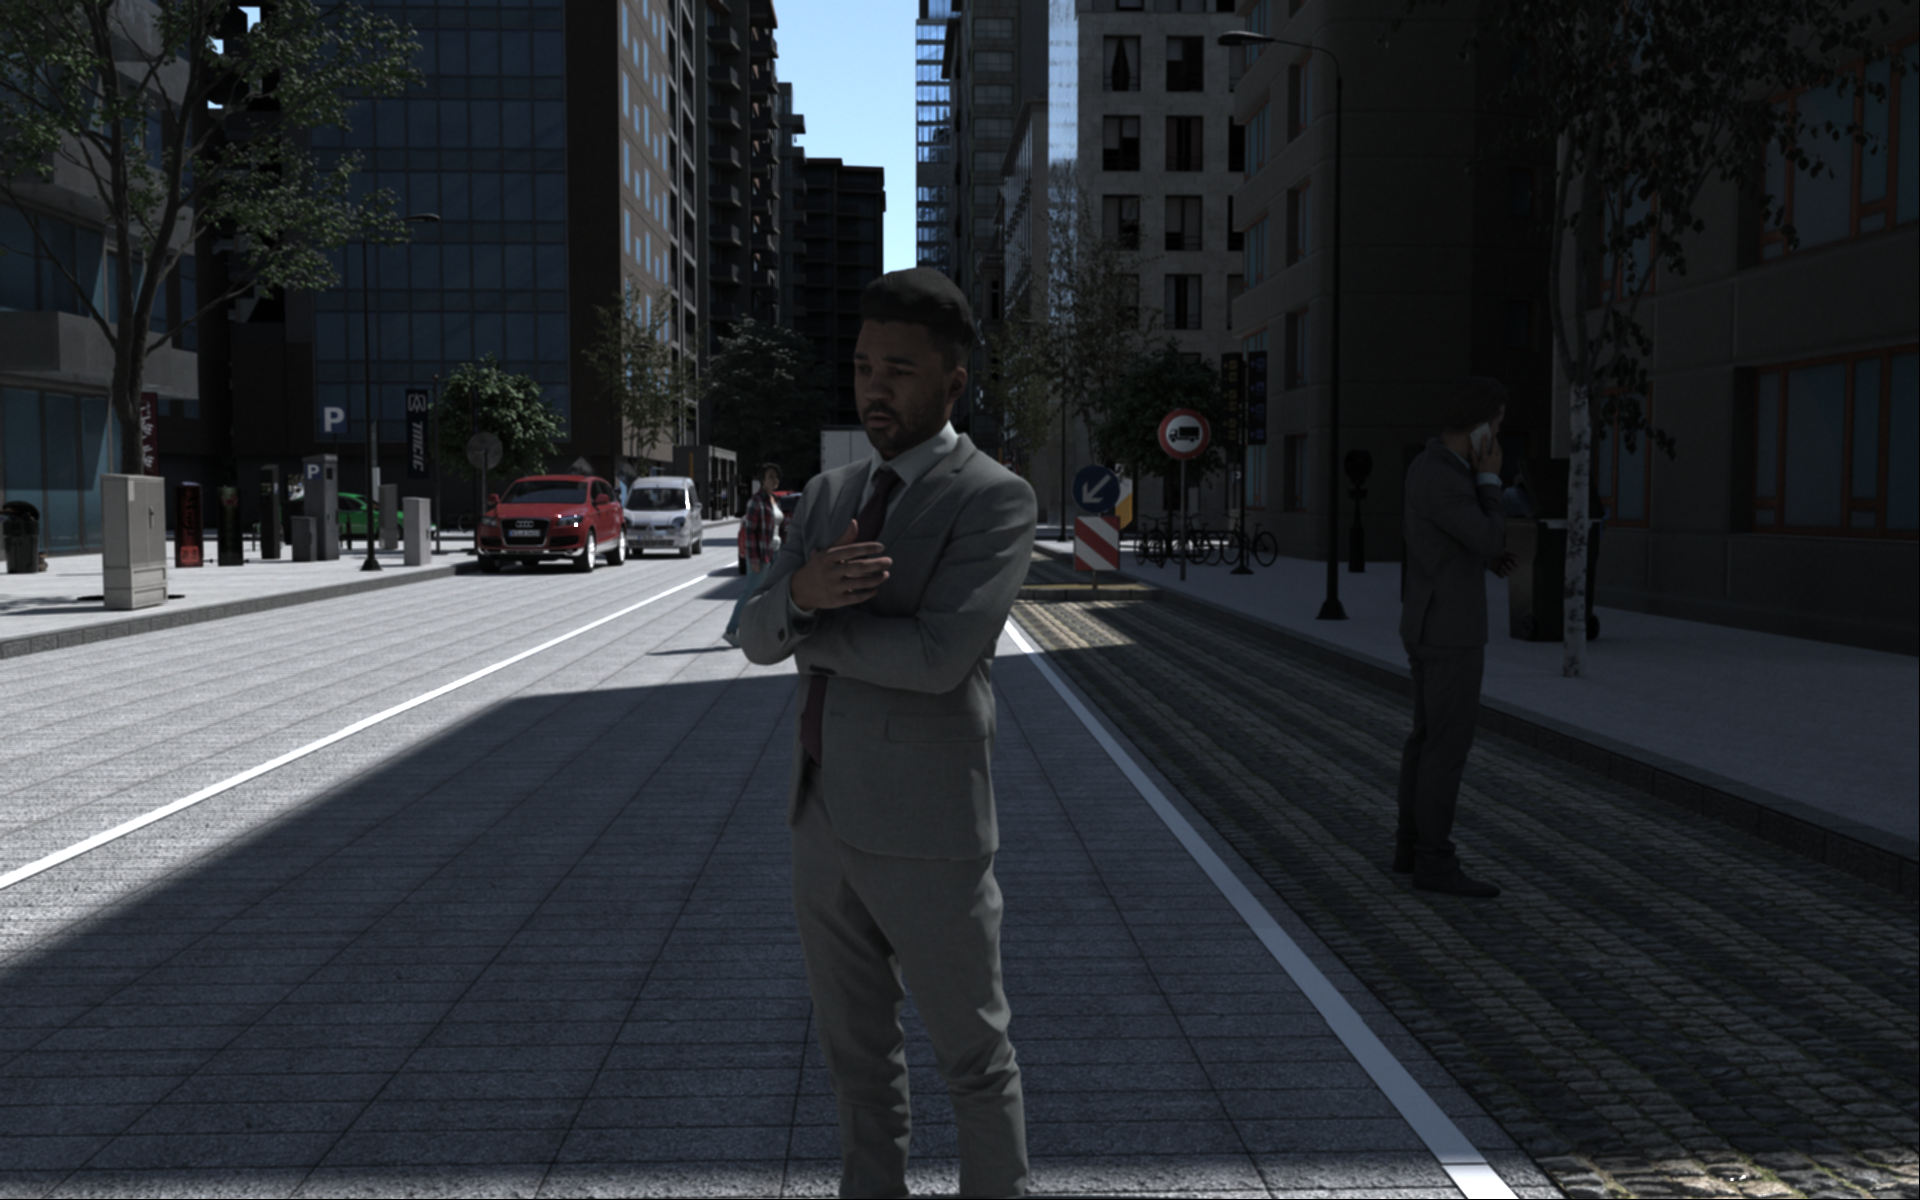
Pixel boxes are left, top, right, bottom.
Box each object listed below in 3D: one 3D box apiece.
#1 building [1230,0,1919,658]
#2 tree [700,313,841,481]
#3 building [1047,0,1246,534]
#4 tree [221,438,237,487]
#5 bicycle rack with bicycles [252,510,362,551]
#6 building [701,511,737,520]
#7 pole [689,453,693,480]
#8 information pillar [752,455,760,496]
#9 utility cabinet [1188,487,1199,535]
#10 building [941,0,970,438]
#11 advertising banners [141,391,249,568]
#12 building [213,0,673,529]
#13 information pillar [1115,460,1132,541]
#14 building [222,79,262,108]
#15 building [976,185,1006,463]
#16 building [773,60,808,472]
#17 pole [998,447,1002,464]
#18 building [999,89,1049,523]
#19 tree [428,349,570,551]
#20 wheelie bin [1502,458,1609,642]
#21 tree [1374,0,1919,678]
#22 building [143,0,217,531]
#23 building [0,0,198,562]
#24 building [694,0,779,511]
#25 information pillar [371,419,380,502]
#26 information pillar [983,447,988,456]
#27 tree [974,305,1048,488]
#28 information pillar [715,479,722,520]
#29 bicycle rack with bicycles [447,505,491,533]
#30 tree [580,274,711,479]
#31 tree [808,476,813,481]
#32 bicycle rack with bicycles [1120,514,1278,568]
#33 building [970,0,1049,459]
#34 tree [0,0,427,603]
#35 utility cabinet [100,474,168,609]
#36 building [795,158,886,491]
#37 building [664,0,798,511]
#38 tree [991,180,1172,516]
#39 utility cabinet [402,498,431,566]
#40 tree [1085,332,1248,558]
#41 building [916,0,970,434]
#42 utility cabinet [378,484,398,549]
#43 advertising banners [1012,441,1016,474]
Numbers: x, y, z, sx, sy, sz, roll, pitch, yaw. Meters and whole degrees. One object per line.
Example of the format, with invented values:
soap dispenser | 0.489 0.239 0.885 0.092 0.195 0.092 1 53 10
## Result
building | 20.834 -11.132 27.045 27.650 21.520 28.899 0 4 -2
tree | -13.592 -13.216 122.738 9.857 13.997 8.962 0 3 0
building | 11.921 -12.573 60.314 16.860 20.320 10.420 0 4 -2
tree | -36.563 -6.223 85.454 4.285 4.588 4.351 0 3 0
bicycle rack with bicycles | -15.138 -1.630 40.032 2.852 0.926 2.925 -1 4 -16
building | -23.184 -40.164 94.936 20.563 71.187 20.611 0 4 -2
pole | -13.265 -5.605 85.482 0.158 3.312 0.155 0 3 0
information pillar | -12.356 -6.958 105.118 0.504 3.616 0.183 1 4 11
utility cabinet | 7.326 -2.805 54.545 0.318 1.500 1.173 0 4 6
building | 12.642 -36.774 190.491 28.713 52.752 27.495 0 4 -2
advertising banners | -13.454 -2.081 30.211 0.090 3.025 2.074 3 5 40
building | -19.433 -25.598 68.640 14.600 45.320 14.200 0 4 -2
information pillar | 4.438 -3.408 47.079 0.504 3.616 0.183 2 4 31
building | -76.848 -38.869 224.744 27.495 52.752 28.713 0 4 -2
building | 8.347 -17.942 112.438 14.460 24.649 34.723 0 4 -2
building | -32.407 -34.958 191.176 30.456 49.044 23.786 0 4 -2
pole | 1.767 -5.013 75.811 0.158 3.312 0.155 0 3 0
building | 7.358 -14.436 85.175 9.793 20.994 18.267 0 4 -2
tree | -10.618 -3.406 39.405 4.285 4.588 4.351 0 3 0
wheelie bin | 5.183 -0.450 15.273 0.980 1.594 0.693 -1 4 -9
tree | 4.546 -3.760 11.845 4.360 8.622 3.978 0 3 0
building | -34.487 -25.065 59.929 14.200 45.320 14.600 0 4 -2
building | -32.135 -25.162 31.012 30.456 49.044 23.786 0 4 -2
building | -26.392 -29.836 142.448 22.147 44.769 28.867 0 4 -2
information pillar | -18.252 -3.828 53.943 0.504 3.616 0.183 2 4 32
information pillar | 1.206 -5.810 86.350 0.504 3.616 0.183 3 5 42
tree | 2.685 -7.205 68.162 4.737 8.622 4.395 0 3 0
information pillar | -11.957 -4.945 85.342 0.304 2.012 0.304 2 4 32
bicycle rack with bicycles | -15.872 -2.728 57.981 2.925 0.926 2.852 2 4 29
tree | -10.771 -6.647 59.034 4.737 8.622 4.395 0 3 0
tree | -15.879 -11.707 186.015 1.663 3.219 1.824 0 3 0
bicycle rack with bicycles | 3.971 -1.091 31.214 2.852 0.926 2.925 -2 4 -23
building | 7.764 -27.971 140.914 14.154 41.232 14.086 0 4 -2
tree | -9.943 -5.805 20.661 9.928 11.665 9.643 0 3 0
utility cabinet | -9.293 -0.664 19.534 0.318 1.500 1.173 0 4 -7
building | -23.964 -34.793 223.487 28.867 44.769 22.147 0 4 -2
building | -26.263 -44.556 166.745 20.563 71.187 20.611 0 4 -2
tree | 3.063 -5.500 40.284 4.360 8.622 3.978 0 3 0
utility cabinet | -9.779 -1.227 31.228 0.306 1.237 1.020 0 4 -6
tree | 4.356 -3.154 35.288 4.285 4.588 4.351 0 3 0
building | 5.928 -55.731 223.871 31.000 86.520 22.319 0 4 -2
utility cabinet | -13.300 -1.930 40.228 0.318 1.500 1.173 -2 4 -24
advertising banners | 1.962 -3.714 56.909 0.090 3.025 2.074 -1 4 -12
